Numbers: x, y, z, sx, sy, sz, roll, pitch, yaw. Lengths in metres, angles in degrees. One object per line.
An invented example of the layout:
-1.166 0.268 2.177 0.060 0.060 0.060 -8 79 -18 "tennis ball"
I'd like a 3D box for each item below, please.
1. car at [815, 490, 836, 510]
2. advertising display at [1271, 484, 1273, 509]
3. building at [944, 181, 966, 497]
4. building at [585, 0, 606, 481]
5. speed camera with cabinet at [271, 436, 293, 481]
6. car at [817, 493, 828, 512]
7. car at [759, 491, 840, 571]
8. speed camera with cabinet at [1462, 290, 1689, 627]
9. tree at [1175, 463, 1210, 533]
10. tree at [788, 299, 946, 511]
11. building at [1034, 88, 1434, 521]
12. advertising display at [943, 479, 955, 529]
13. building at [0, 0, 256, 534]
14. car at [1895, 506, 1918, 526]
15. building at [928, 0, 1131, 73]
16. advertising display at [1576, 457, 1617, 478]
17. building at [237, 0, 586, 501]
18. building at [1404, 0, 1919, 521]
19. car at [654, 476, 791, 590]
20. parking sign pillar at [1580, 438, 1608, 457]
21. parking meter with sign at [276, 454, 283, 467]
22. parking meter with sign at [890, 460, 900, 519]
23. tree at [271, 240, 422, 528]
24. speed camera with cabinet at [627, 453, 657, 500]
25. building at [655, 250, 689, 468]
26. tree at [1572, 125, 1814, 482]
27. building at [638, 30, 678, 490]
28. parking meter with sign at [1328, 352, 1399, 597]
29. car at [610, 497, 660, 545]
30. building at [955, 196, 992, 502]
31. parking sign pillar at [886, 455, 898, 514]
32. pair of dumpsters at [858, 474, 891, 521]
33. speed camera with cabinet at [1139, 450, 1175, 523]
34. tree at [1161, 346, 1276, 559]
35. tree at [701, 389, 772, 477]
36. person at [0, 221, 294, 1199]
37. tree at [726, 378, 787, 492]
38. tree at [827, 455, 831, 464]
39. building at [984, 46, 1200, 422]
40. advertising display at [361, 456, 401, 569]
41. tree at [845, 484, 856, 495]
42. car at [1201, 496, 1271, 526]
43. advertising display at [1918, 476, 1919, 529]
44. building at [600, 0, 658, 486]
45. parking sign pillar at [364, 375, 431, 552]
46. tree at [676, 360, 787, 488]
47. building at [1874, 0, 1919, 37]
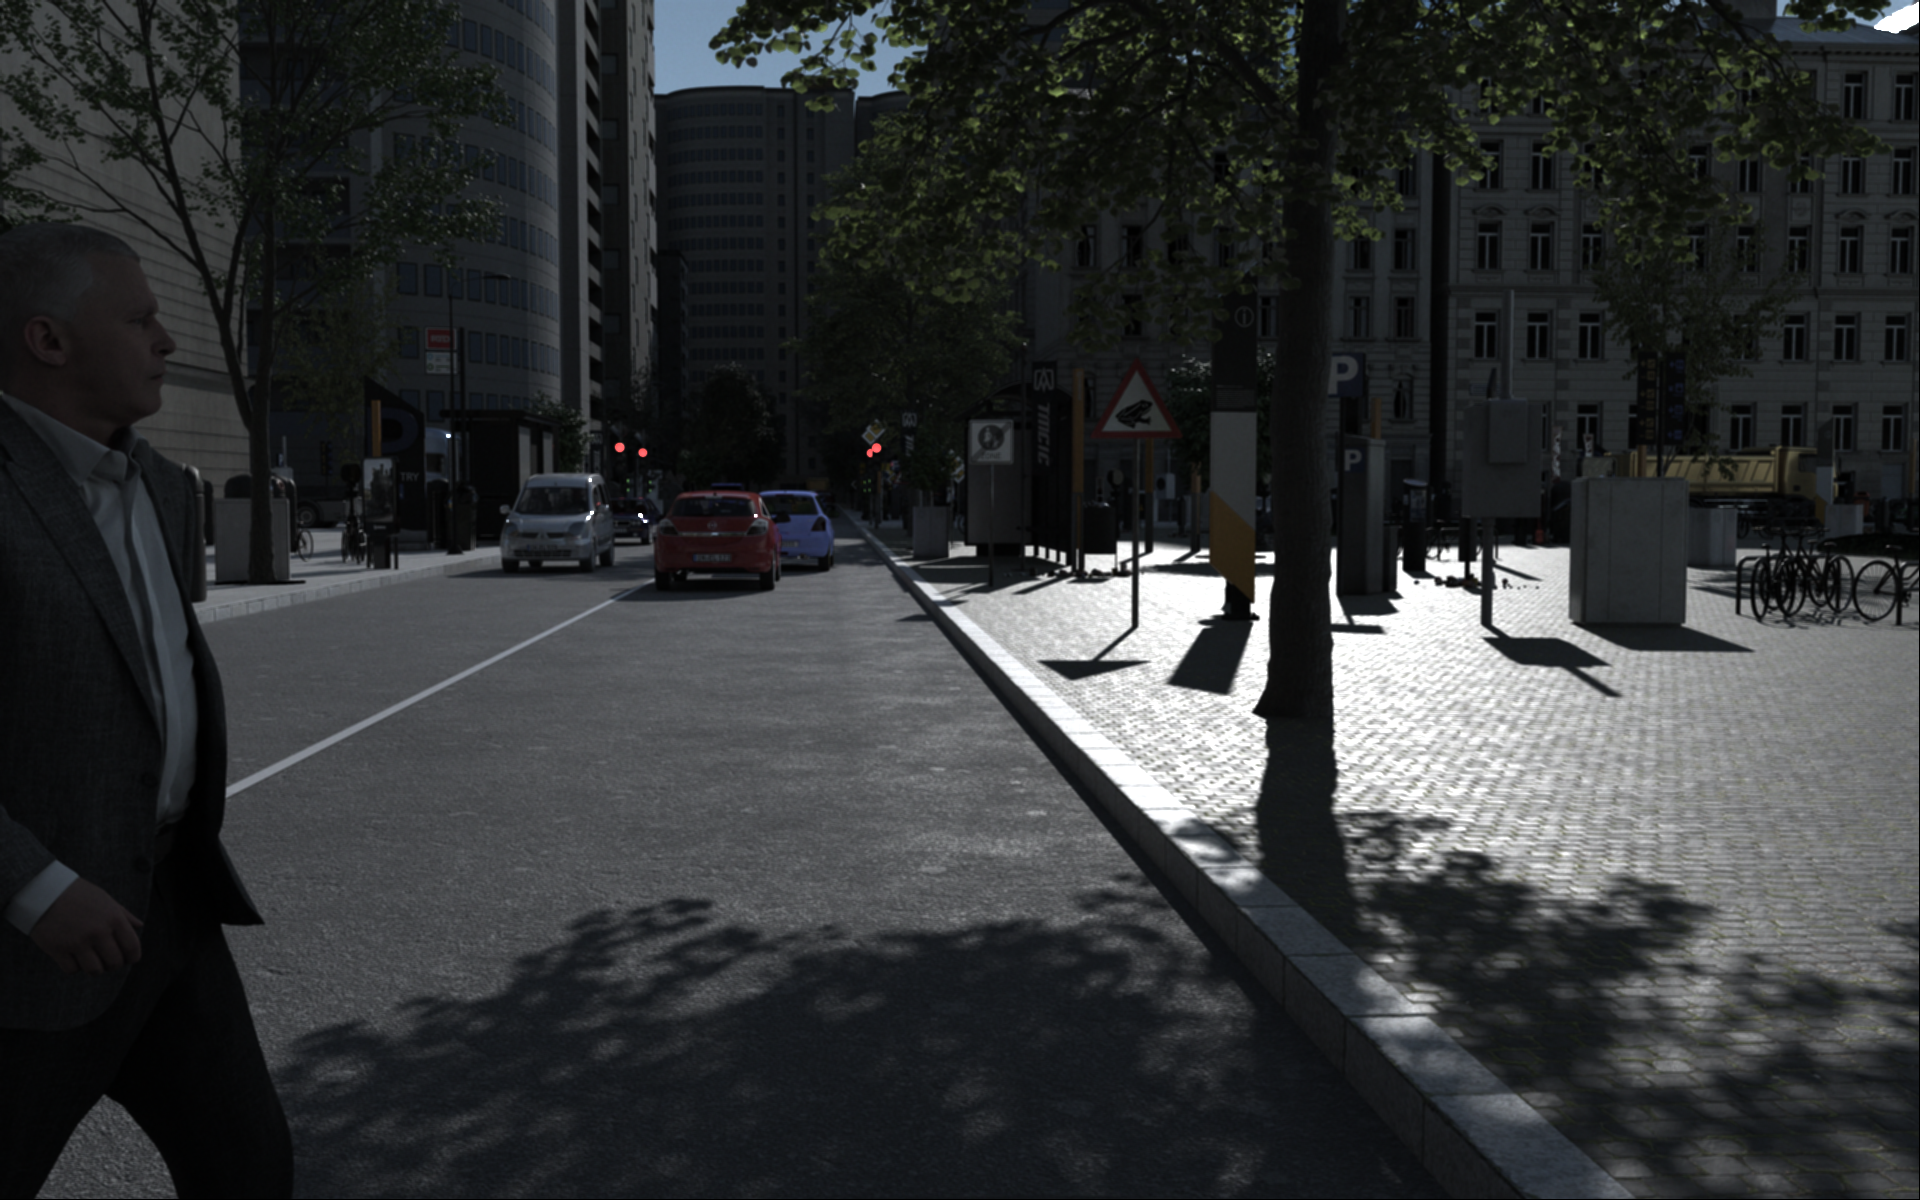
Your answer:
-12.260 -9.002 155.851 2.281 1.827 5.304 0 4 -5 "car"
10.434 -3.137 56.504 0.123 1.923 0.974 3 5 40 "advertising display"
5.440 -23.542 156.615 14.160 30.474 14.107 0 4 -4 "building"
-39.056 -30.995 130.478 21.300 48.544 21.600 0 4 -4 "building"
-23.790 -3.988 59.542 2.038 3.252 0.660 2 4 34 "speed camera with cabinet"
-11.600 -7.940 139.416 1.945 1.707 3.694 0 4 -4 "car"
-3.311 -1.463 33.518 1.945 1.707 3.694 0 4 -3 "car"
6.019 -1.386 16.989 2.038 3.252 0.660 0 4 7 "speed camera with cabinet"
7.903 -3.859 57.701 1.663 3.219 1.824 0 3 0 "tree"
-5.344 -11.891 104.795 12.009 13.543 11.850 0 3 0 "tree"
13.009 -14.449 85.385 18.267 20.994 9.793 0 4 -4 "building"
-0.400 -3.623 64.452 0.123 1.923 0.974 1 4 19 "advertising display"
-42.772 -16.330 43.414 44.131 29.872 17.030 0 4 -4 "building"
41.484 -3.880 72.229 4.718 1.807 1.959 0 4 -4 "car"
7.179 -38.874 177.595 21.231 58.520 28.212 0 4 -4 "building"
11.051 -1.523 30.114 0.974 1.923 0.123 -2 4 -34 "advertising display"
-32.496 -33.643 92.067 21.231 58.520 28.212 0 4 -4 "building"
34.634 -17.777 87.910 25.104 27.353 12.463 0 4 -4 "building"
-3.764 -1.118 27.327 2.155 1.783 4.494 0 4 -4 "car"
28.261 -5.429 77.230 1.447 3.967 1.447 -3 4 -36 "parking sign pillar"
-30.103 -4.794 74.647 1.738 3.016 0.543 0 4 0 "parking meter with sign"
-3.295 -5.627 88.264 0.543 3.016 1.738 0 4 -1 "parking meter with sign"
-17.353 -6.022 48.829 4.737 8.622 4.395 0 3 0 "tree"
-15.455 -5.485 84.011 0.660 3.252 2.038 1 4 18 "speed camera with cabinet"
-39.372 -26.518 205.270 14.107 30.474 14.160 0 4 -4 "building"
14.185 -5.137 34.351 4.737 8.622 4.395 0 3 0 "tree"
-40.536 -45.460 181.528 20.563 71.187 20.611 0 4 -4 "building"
5.165 -1.586 22.186 0.543 3.016 1.738 2 4 31 "parking meter with sign"
-9.605 -2.280 49.858 1.945 1.354 3.894 0 4 -2 "car"
6.196 -20.698 135.670 12.463 27.353 25.104 0 4 -4 "building"
-4.729 -7.642 113.412 1.447 3.967 1.447 -3 4 -36 "parking sign pillar"
-4.185 -5.048 85.034 1.574 2.255 4.437 0 4 -4 "pair of dumpsters"
8.694 -5.081 77.403 0.660 3.252 2.038 -3 4 -38 "speed camera with cabinet"
5.550 -3.130 34.897 4.285 4.588 4.351 0 3 0 "tree"
-22.005 -14.777 167.357 9.928 11.665 9.643 0 3 0 "tree"
-1.099 0.404 2.297 0.834 1.777 0.661 0 4 -1 "person"
-23.635 -17.428 191.600 9.857 13.997 8.962 0 3 0 "tree"
-12.802 -15.052 196.455 4.360 8.622 3.978 0 3 0 "tree"
9.187 -19.804 111.185 14.401 28.519 23.554 0 4 -4 "building"
-9.944 -1.501 29.752 0.974 1.923 0.123 3 5 39 "advertising display"
-13.554 -13.416 213.948 1.663 3.219 1.824 0 3 0 "tree"
12.047 -3.502 69.611 4.827 1.381 2.083 0 4 -5 "car"
17.335 -1.539 30.381 0.974 1.923 0.123 0 4 3 "advertising display"
-42.217 -34.767 157.682 28.713 52.752 27.495 0 4 -4 "building"
-12.738 -3.095 39.081 1.447 3.967 1.447 -1 4 -14 "parking sign pillar"
-19.609 -14.117 147.821 9.611 12.733 9.660 0 3 0 "tree"
57.135 -18.609 90.169 20.117 28.700 13.634 0 4 -4 "building"
